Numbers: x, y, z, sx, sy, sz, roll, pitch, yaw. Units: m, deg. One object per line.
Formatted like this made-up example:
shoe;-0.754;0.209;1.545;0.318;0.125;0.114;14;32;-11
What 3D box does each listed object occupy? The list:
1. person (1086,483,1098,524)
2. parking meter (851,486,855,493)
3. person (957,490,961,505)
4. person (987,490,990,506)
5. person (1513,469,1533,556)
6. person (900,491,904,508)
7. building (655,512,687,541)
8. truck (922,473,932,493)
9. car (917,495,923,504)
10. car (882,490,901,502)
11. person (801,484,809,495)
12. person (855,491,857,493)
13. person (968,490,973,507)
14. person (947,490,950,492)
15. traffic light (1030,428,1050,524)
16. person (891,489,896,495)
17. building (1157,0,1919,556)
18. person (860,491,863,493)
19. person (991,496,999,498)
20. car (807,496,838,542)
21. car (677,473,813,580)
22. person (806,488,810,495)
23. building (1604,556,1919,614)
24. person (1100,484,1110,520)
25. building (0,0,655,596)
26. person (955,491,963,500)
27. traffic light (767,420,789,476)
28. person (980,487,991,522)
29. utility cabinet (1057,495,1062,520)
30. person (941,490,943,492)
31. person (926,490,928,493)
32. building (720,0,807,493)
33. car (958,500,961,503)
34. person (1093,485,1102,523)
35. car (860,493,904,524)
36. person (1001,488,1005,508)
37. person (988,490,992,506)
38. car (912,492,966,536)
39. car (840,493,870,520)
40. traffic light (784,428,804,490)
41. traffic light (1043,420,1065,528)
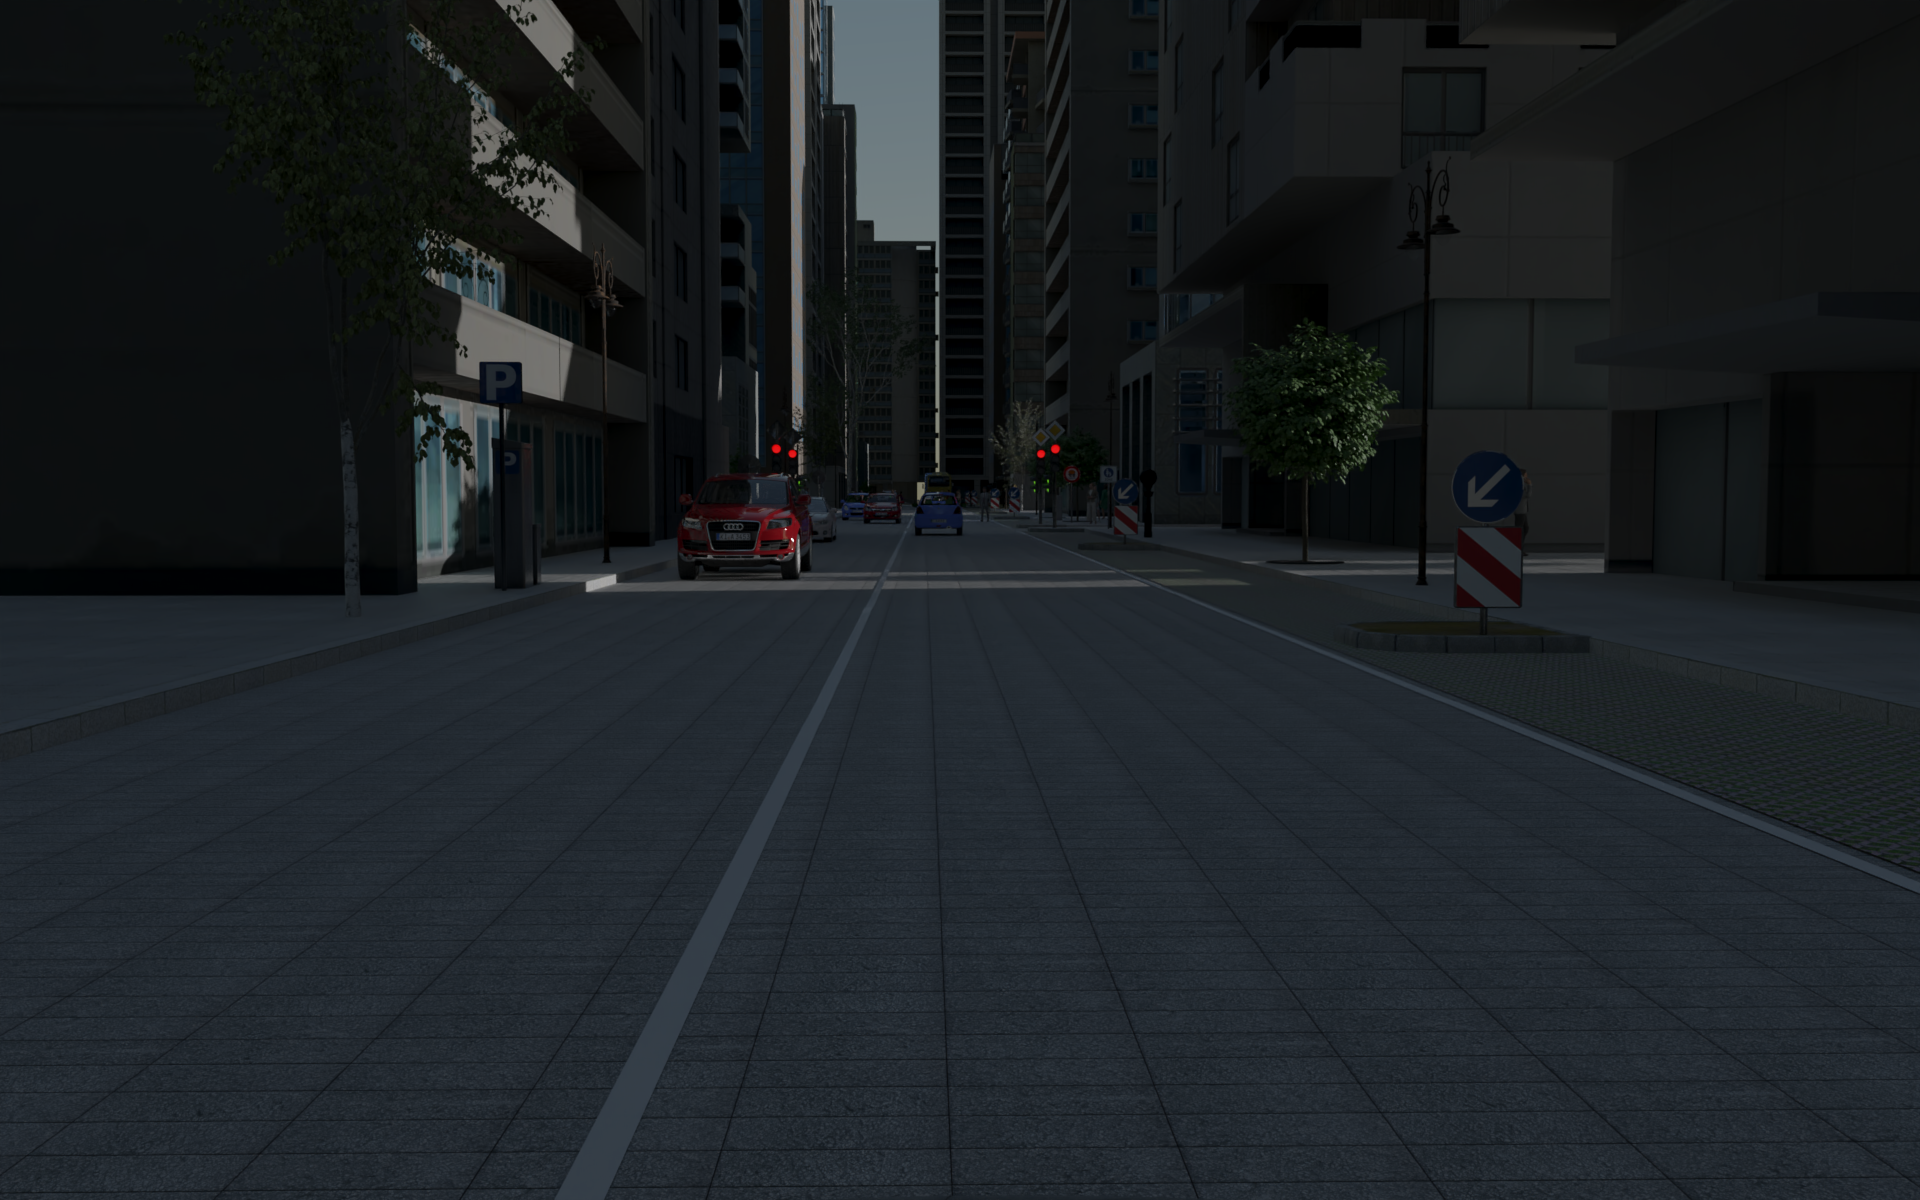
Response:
person;5.588;-4.111;73.803;0.519;1.759;0.362;2;4;32
parking meter;-8.198;-7.780;132.916;0.255;1.863;0.399;0;4;4
person;-0.095;-7.995;139.552;0.374;1.781;0.599;1;4;8
person;3.136;-11.085;187.990;0.721;1.736;1.217;-2;4;-30
person;11.615;-1.810;35.816;0.473;1.802;0.592;2;4;26
person;-6.166;-10.718;184.428;0.721;1.739;1.217;-1;4;-20
building;-18.558;-37.483;51.098;20.611;71.187;20.563;0;4;-1
truck;-3.020;-13.814;215.624;2.967;4.110;18.799;0;4;-3
car;-2.270;-7.320;132.046;2.083;1.381;4.827;0;3;0
car;-6.899;-9.822;169.265;2.281;1.827;5.304;0;4;-1
person;-8.132;-5.174;90.822;0.466;1.800;0.511;-1;4;-9
person;-9.004;-8.728;148.662;0.836;1.842;0.656;2;4;27
person;1.240;-10.903;186.782;0.705;1.822;1.348;3;4;36
person;-1.039;-8.670;150.213;0.705;1.831;1.348;-1;4;-10
traffic light;3.408;-5.181;73.625;0.839;4.253;0.868;0;4;-1
person;-5.272;-7.764;135.445;0.555;1.821;0.388;-1;4;-20
building;20.918;-28.186;50.080;28.713;52.752;27.495;0;4;-1
person;-10.059;-10.234;174.839;0.593;1.643;0.415;0;4;3
person;3.490;-10.057;170.438;0.705;1.831;1.348;-2;4;-29
car;-4.748;-2.476;52.847;2.083;1.381;4.827;0;4;-2
car;-3.740;-1.349;30.737;2.281;1.827;5.304;0;4;-1
person;-12.054;-7.969;136.598;0.793;1.790;0.793;-3;5;-41
building;21.833;-26.020;14.663;28.713;52.752;27.495;0;4;-1
person;7.270;-4.898;86.372;0.600;1.795;0.529;-3;5;-42
building;-17.971;-24.891;30.675;21.300;48.544;21.600;0;4;-1
person;-0.271;-8.996;156.408;1.217;1.723;0.721;2;4;25
traffic light;-6.885;-4.678;65.410;0.839;4.253;0.868;0;4;-1
person;1.293;-4.912;89.092;0.678;1.792;0.850;1;4;20
utility cabinet;4.827;-4.546;85.482;0.306;1.237;1.020;0;4;-5
person;-1.627;-8.179;142.899;0.598;1.740;0.731;0;4;8
person;-2.779;-8.446;146.939;0.374;1.781;0.599;3;5;40
building;-18.649;-29.103;125.943;14.600;45.320;14.200;0;4;-1
car;-0.927;-5.181;94.302;1.945;1.707;3.694;0;4;-2
person;6.061;-4.339;77.991;0.512;1.701;0.522;-1;4;-19
car;-3.790;-4.644;84.964;2.155;1.783;4.494;0;4;-1
person;4.044;-9.676;163.884;0.705;1.869;1.348;0;4;-2
person;3.190;-10.714;181.748;0.617;1.759;0.750;2;4;34
car;-0.741;-3.145;61.008;1.945;1.707;3.694;0;4;0
car;-5.575;-5.233;95.158;1.945;1.707;3.694;0;4;0
traffic light;-7.051;-5.167;73.393;0.839;4.253;0.868;0;4;-1
traffic light;3.574;-4.692;65.642;0.839;4.253;0.868;0;4;-1
